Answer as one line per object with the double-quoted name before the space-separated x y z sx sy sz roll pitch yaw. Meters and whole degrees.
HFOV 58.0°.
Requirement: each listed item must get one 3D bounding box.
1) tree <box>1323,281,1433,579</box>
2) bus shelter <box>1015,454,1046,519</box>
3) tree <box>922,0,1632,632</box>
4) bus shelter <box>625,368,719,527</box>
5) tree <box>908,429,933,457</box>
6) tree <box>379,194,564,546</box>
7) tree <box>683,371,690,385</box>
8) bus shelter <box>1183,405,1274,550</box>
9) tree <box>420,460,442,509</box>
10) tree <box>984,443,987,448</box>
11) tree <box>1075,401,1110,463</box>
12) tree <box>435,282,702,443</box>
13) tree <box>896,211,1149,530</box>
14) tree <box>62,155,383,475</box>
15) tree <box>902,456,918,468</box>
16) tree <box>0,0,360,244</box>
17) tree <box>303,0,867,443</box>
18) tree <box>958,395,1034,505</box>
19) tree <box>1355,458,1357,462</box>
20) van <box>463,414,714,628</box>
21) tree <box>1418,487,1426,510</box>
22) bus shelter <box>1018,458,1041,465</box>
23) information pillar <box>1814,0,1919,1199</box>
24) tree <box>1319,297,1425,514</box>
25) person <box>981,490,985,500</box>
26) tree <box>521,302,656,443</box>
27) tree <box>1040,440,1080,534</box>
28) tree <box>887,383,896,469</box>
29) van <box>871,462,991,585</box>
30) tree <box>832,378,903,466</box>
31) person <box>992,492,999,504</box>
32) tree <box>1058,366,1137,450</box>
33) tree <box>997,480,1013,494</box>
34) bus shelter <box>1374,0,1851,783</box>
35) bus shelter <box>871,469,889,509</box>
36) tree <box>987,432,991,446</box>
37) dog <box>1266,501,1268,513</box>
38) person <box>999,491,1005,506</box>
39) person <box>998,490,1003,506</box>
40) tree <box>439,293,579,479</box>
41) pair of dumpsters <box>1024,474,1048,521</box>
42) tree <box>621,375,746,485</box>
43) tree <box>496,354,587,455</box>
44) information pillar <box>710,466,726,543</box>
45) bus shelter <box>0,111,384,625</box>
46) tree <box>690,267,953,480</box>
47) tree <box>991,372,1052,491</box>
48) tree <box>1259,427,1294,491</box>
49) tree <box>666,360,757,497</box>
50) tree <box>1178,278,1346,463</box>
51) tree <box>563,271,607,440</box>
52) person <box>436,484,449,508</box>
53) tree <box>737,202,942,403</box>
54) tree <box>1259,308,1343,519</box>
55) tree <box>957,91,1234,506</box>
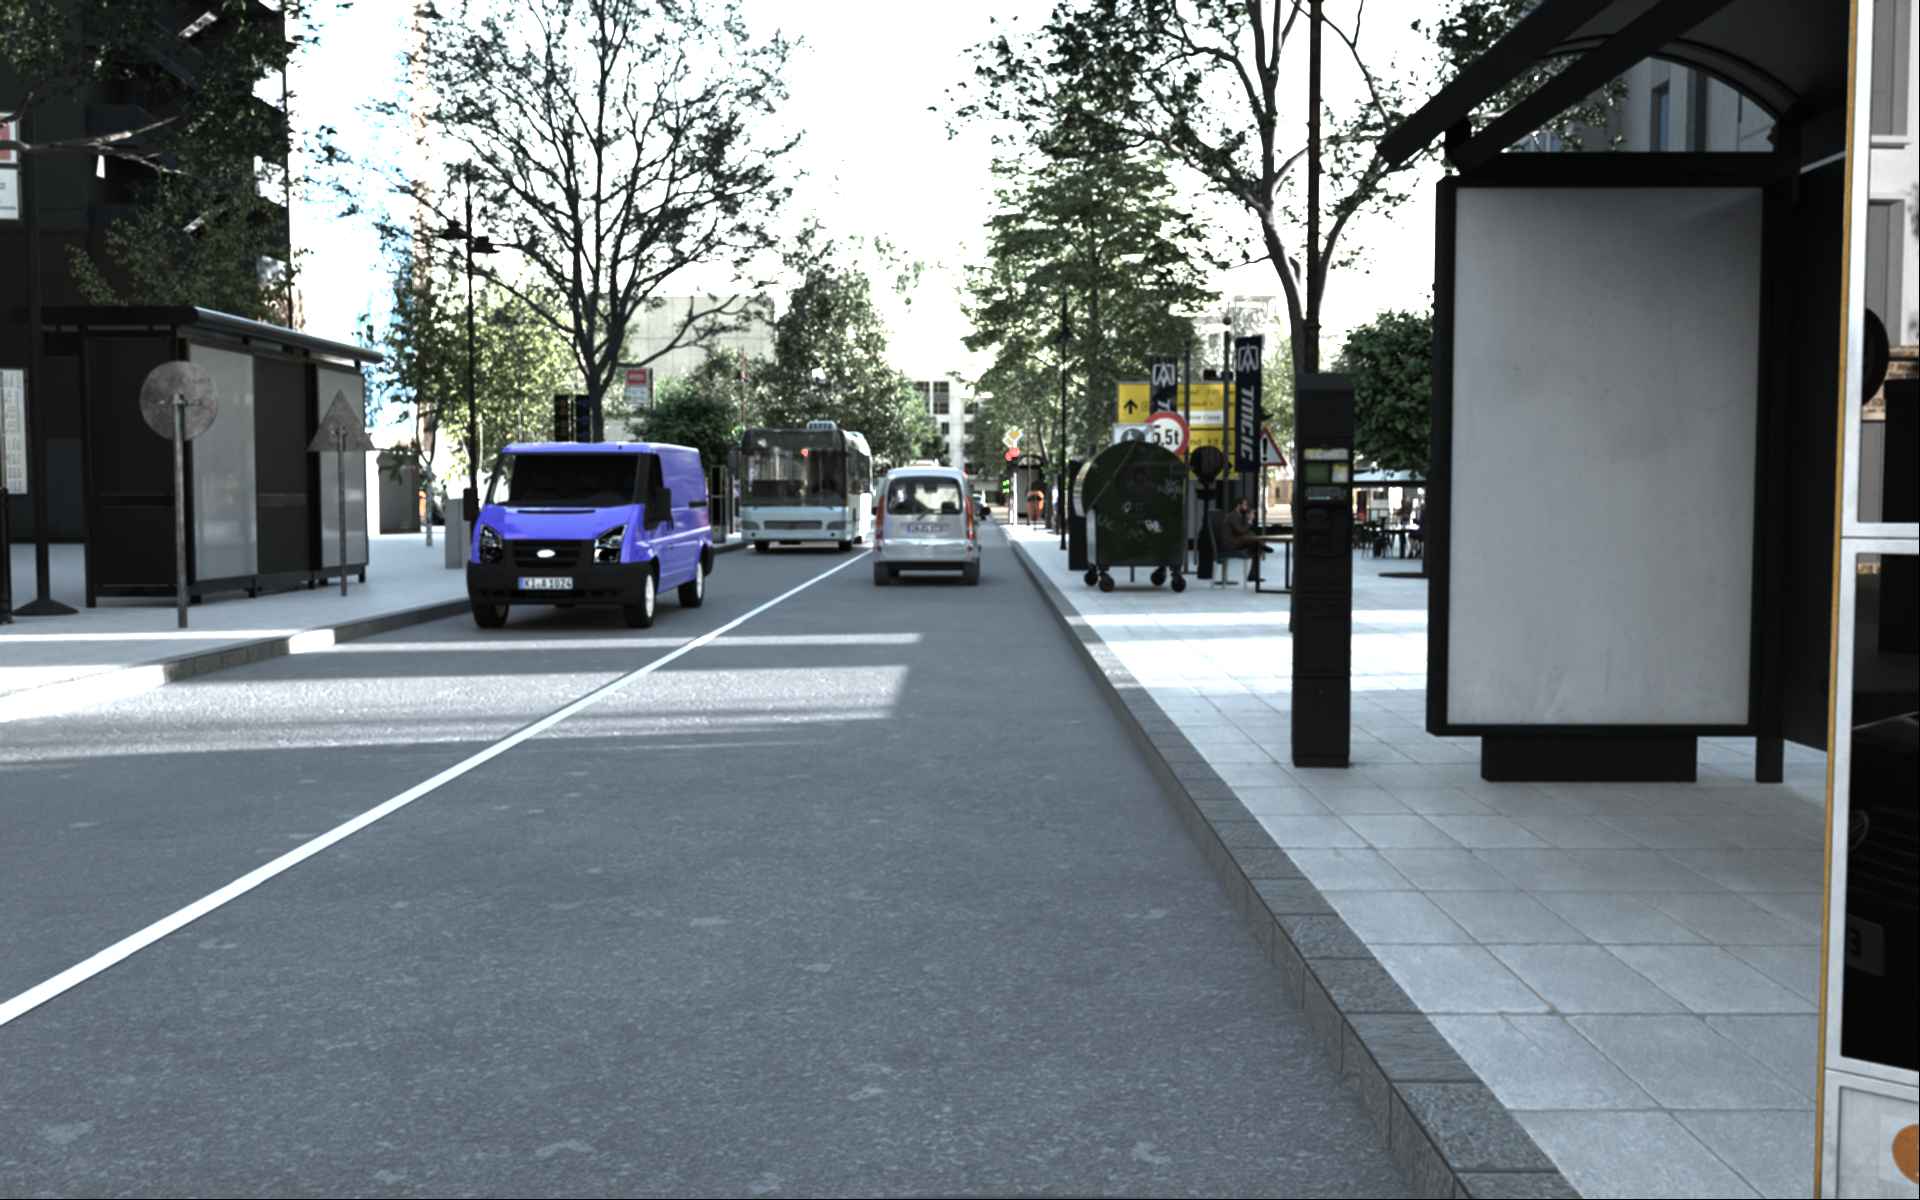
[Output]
"tree" 7.190 -2.636 26.807 4.285 4.588 4.351 0 3 0
"bus shelter" 3.594 -5.888 90.200 2.014 3.302 5.546 0 4 1
"tree" 3.429 -4.994 16.059 8.767 10.594 7.601 3 4 37
"bus shelter" -9.548 -4.908 57.875 2.179 5.291 8.768 0 4 0
"tree" -5.227 -14.127 181.340 4.737 8.622 4.395 0 3 0
"tree" -13.066 -5.650 42.738 4.737 8.622 4.395 0 3 0
"tree" -17.606 -13.011 129.737 9.611 12.733 9.660 0 3 0
"bus shelter" 5.217 -2.632 36.963 2.014 3.302 5.546 0 4 1
"tree" -53.044 -14.844 144.513 18.604 14.587 13.155 1 4 15
"tree" 4.306 -11.727 142.093 4.360 8.622 3.978 0 3 0
"tree" 13.599 -13.741 141.665 9.611 12.733 9.660 0 3 0
"tree" -19.049 -9.770 85.494 9.928 11.665 9.643 0 3 0
"tree" 3.120 -8.345 62.193 9.928 11.665 9.643 0 3 0
"tree" -14.841 -5.119 34.057 4.737 8.622 4.395 0 3 0
"tree" -5.671 -16.116 213.864 4.360 8.622 3.978 0 3 0
"tree" -6.918 -4.662 10.636 7.601 10.594 8.767 -1 4 -11
"tree" -6.873 -7.482 32.695 12.009 13.543 11.850 0 3 0
"tree" 4.801 -18.159 207.261 12.009 13.543 11.850 0 3 0
"tree" 30.179 -11.384 136.496 4.360 8.622 3.978 0 3 0
"van" -4.223 -0.973 20.286 2.240 2.365 5.245 0 4 0
"tree" 41.861 -14.339 136.260 13.155 14.587 18.604 -3 5 -42
"bus shelter" 4.763 -7.488 113.710 1.731 3.624 6.357 0 4 1
"information pillar" 1.477 0.119 2.539 0.304 2.012 0.304 3 5 42
"tree" 28.062 -12.619 112.972 9.857 13.997 8.962 0 3 0
"person" 1.853 -8.398 146.361 0.434 1.755 0.990 1 4 15
"tree" -14.050 -7.015 65.063 4.360 8.622 3.978 0 3 0
"tree" 3.313 -3.751 55.933 1.663 3.219 1.824 0 3 0
"tree" -5.731 -13.752 150.606 9.928 11.665 9.643 0 3 0
"van" -0.501 -1.318 28.563 2.013 2.044 4.112 0 4 1
"tree" -6.497 -9.178 100.426 4.737 8.622 4.395 0 3 0
"person" 4.619 -12.662 213.033 1.348 1.831 0.705 0 4 1
"tree" 7.732 -8.307 86.181 4.360 8.622 3.978 0 3 0
"tree" 5.130 -12.460 198.318 1.663 3.219 1.824 0 3 0
"bus shelter" 2.870 -0.688 5.167 2.014 3.302 5.546 0 4 0
"bus shelter" -6.302 -8.832 138.322 2.014 3.302 5.546 0 4 1
"tree" 4.277 -11.301 135.129 4.360 8.622 3.978 0 3 0
"dog" 20.139 -6.140 114.773 0.800 0.831 0.513 -3 5 -39
"person" 4.452 -10.785 183.183 0.742 1.727 0.445 -3 4 -36
"person" 4.419 -11.104 188.035 0.683 1.767 0.568 -3 5 -39
"tree" -28.062 -12.297 107.708 9.857 13.997 8.962 0 3 0
"pair of dumpsters" 4.006 -5.046 84.996 1.574 2.255 4.437 0 4 0
"tree" -7.639 -3.936 48.063 4.285 4.588 4.351 0 3 0
"tree" -29.218 -12.415 121.106 7.486 12.596 7.792 0 3 0
"information pillar" -6.306 -2.489 45.184 0.304 2.012 0.304 1 4 12
"bus shelter" -9.498 -2.640 20.794 2.179 5.291 8.768 0 4 1
"tree" -6.416 -10.314 85.649 9.611 12.733 9.660 0 3 0
"tree" 4.048 -9.342 103.100 4.360 8.622 3.978 0 3 0
"tree" 25.754 -11.969 146.054 4.360 8.622 3.978 0 3 0
"tree" -14.177 -8.918 96.177 4.360 8.622 3.978 0 3 0
"tree" 15.579 -11.551 99.222 12.009 13.543 11.850 0 3 0
"tree" -12.519 -5.969 47.953 4.737 8.622 4.395 0 3 0
"person" -23.407 -4.393 78.585 0.841 1.734 0.376 3 5 44
"tree" -7.869 -15.729 113.065 12.611 20.169 13.585 0 3 0
"tree" 12.725 -7.046 65.572 4.737 8.622 4.395 0 3 0
"tree" 3.665 -7.958 48.236 7.486 12.596 7.792 0 3 0
